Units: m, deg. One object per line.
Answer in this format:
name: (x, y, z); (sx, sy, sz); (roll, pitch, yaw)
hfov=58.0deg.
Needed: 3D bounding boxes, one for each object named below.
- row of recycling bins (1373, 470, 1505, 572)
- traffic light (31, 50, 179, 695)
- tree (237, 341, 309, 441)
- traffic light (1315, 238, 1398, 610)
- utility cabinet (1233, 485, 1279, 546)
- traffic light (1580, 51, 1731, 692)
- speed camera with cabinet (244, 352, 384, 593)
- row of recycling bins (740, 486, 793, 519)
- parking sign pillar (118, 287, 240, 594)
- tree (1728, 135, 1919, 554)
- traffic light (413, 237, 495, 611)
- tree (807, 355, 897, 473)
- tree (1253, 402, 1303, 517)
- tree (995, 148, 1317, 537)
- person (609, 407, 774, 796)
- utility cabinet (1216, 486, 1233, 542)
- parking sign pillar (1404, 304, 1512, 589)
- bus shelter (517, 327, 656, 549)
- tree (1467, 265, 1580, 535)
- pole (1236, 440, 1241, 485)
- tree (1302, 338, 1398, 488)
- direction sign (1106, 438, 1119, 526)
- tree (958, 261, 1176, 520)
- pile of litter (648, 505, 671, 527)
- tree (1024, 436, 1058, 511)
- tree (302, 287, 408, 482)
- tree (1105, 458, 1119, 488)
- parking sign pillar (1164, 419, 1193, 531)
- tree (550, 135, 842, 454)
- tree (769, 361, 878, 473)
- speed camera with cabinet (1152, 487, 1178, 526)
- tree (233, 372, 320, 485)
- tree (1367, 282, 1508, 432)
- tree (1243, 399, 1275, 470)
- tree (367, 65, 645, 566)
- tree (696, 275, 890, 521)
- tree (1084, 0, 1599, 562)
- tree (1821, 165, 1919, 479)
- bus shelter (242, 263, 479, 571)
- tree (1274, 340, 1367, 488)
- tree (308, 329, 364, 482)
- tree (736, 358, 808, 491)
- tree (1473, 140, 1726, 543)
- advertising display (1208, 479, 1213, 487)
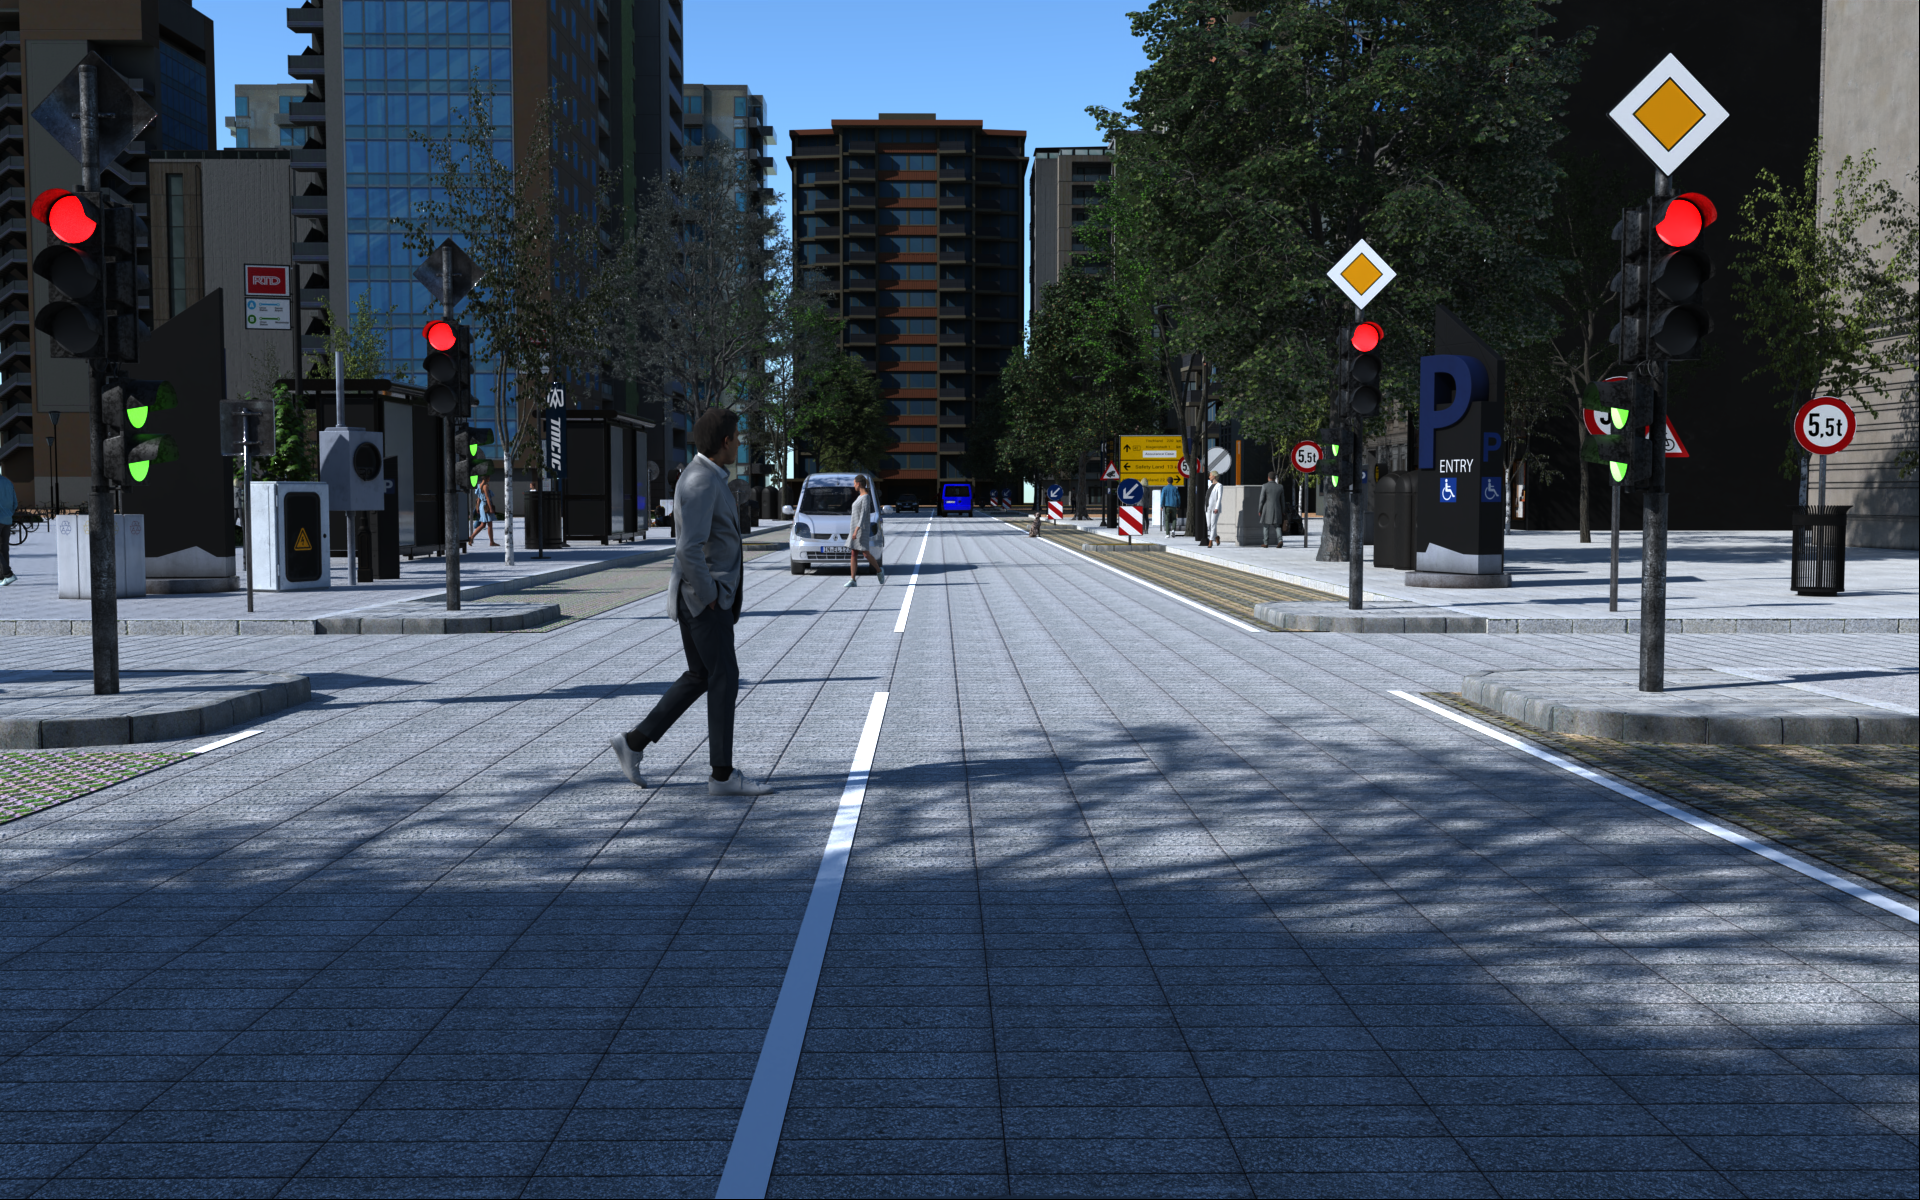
row of recycling bins: (7.932, -1.335, 28.936); (1.069, 1.692, 3.534); (-1, 4, -12)
traffic light: (-5.475, -1.352, 11.028); (0.839, 4.253, 0.868); (0, 4, -1)
tree: (-32.404, -8.108, 82.934); (4.360, 8.622, 3.978); (0, 3, 0)
traffic light: (4.384, -1.849, 19.154); (0.839, 4.253, 0.868); (0, 4, -1)
utility cabinet: (7.277, -2.059, 42.349); (1.173, 1.500, 0.318); (-2, 4, -34)
traffic light: (4.485, -1.361, 11.170); (0.839, 4.253, 0.868); (0, 4, -1)
speed camera with cabinet: (-8.714, -1.780, 23.445); (0.660, 3.252, 2.038); (1, 4, 23)
row of recycling bins: (-9.936, -4.972, 88.409); (3.534, 1.692, 1.069); (3, 4, 36)
parking sign pillar: (-10.298, -2.098, 22.775); (1.447, 3.967, 1.447); (0, 4, -7)
tree: (18.111, -5.273, 36.583); (4.737, 8.622, 4.395); (0, 3, 0)
traffic light: (-5.577, -1.840, 19.012); (0.839, 4.253, 0.868); (0, 4, -1)
tree: (-8.934, -13.590, 140.330); (7.486, 12.596, 7.792); (0, 3, 0)
tree: (16.149, -8.040, 81.822); (4.360, 8.622, 3.978); (0, 3, 0)
tree: (6.916, -7.710, 51.813); (9.928, 11.665, 9.643); (0, 3, 0)
person: (-1.294, 0.004, 8.274); (0.795, 1.843, 0.661); (0, 4, -5)
utility cabinet: (7.397, -2.279, 45.948); (1.173, 1.500, 0.318); (3, 5, 40)
parking sign pillar: (6.953, -2.177, 24.073); (1.447, 3.967, 1.447); (-2, 4, -24)
bus shelter: (-9.572, -4.081, 44.363); (2.179, 5.291, 8.768); (0, 4, -1)
tree: (17.032, -6.311, 53.544); (4.360, 8.622, 3.978); (0, 3, 0)
pole: (10.560, -4.397, 65.728); (0.158, 3.312, 0.155); (0, 3, 0)
tree: (17.301, -7.669, 75.751); (4.360, 8.622, 3.978); (0, 3, 0)
direction sign: (6.320, -4.789, 70.292); (0.876, 3.537, 0.379); (-1, 4, -23)
tree: (6.055, -10.231, 84.282); (9.611, 12.733, 9.660); (0, 3, 0)
pile of litter: (-11.916, -3.280, 67.601); (1.719, 0.858, 1.176); (-3, 4, -38)
tree: (5.983, -10.860, 127.923); (4.360, 8.622, 3.978); (0, 3, 0)
tree: (-21.883, -6.838, 62.168); (4.737, 8.622, 4.395); (0, 3, 0)
tree: (6.891, -4.893, 74.598); (1.663, 3.219, 1.824); (0, 3, 0)
parking sign pillar: (7.870, -4.408, 60.537); (1.447, 3.967, 1.447); (1, 4, 12)
tree: (-8.731, -9.079, 58.817); (12.009, 13.543, 11.850); (0, 3, 0)
tree: (-8.745, -10.602, 107.751); (7.601, 10.594, 8.767); (1, 4, 12)
speed camera with cabinet: (8.504, -4.589, 69.367); (0.660, 3.252, 2.038); (3, 5, 41)
tree: (-10.632, -2.006, 27.401); (1.663, 3.219, 1.824); (0, 3, 0)
tree: (17.142, -6.656, 59.181); (4.737, 8.622, 4.395); (0, 3, 0)
tree: (13.061, -7.335, 70.291); (4.737, 8.622, 4.395); (0, 3, 0)
tree: (-7.838, -4.922, 30.832); (4.360, 8.622, 3.978); (0, 3, 0)
tree: (-8.627, -9.635, 83.288); (9.928, 11.665, 9.643); (0, 3, 0)
tree: (7.216, -7.715, 32.796); (9.857, 13.997, 8.962); (0, 3, 0)
tree: (16.948, -4.793, 28.727); (4.360, 8.622, 3.978); (0, 3, 0)
bus shelter: (-11.403, -3.384, 32.966); (2.179, 5.291, 8.768); (0, 4, -1)
tree: (14.418, -6.992, 64.688); (4.737, 8.622, 4.395); (0, 3, 0)
tree: (-25.728, -7.721, 76.605); (4.360, 8.622, 3.978); (0, 3, 0)
tree: (-9.870, -8.667, 92.063); (4.360, 8.622, 3.978); (0, 3, 0)
tree: (16.140, -6.784, 45.328); (7.601, 10.594, 8.767); (0, 4, -2)
advertising display: (10.368, -4.214, 74.120); (0.974, 1.923, 0.123); (2, 4, 35)
